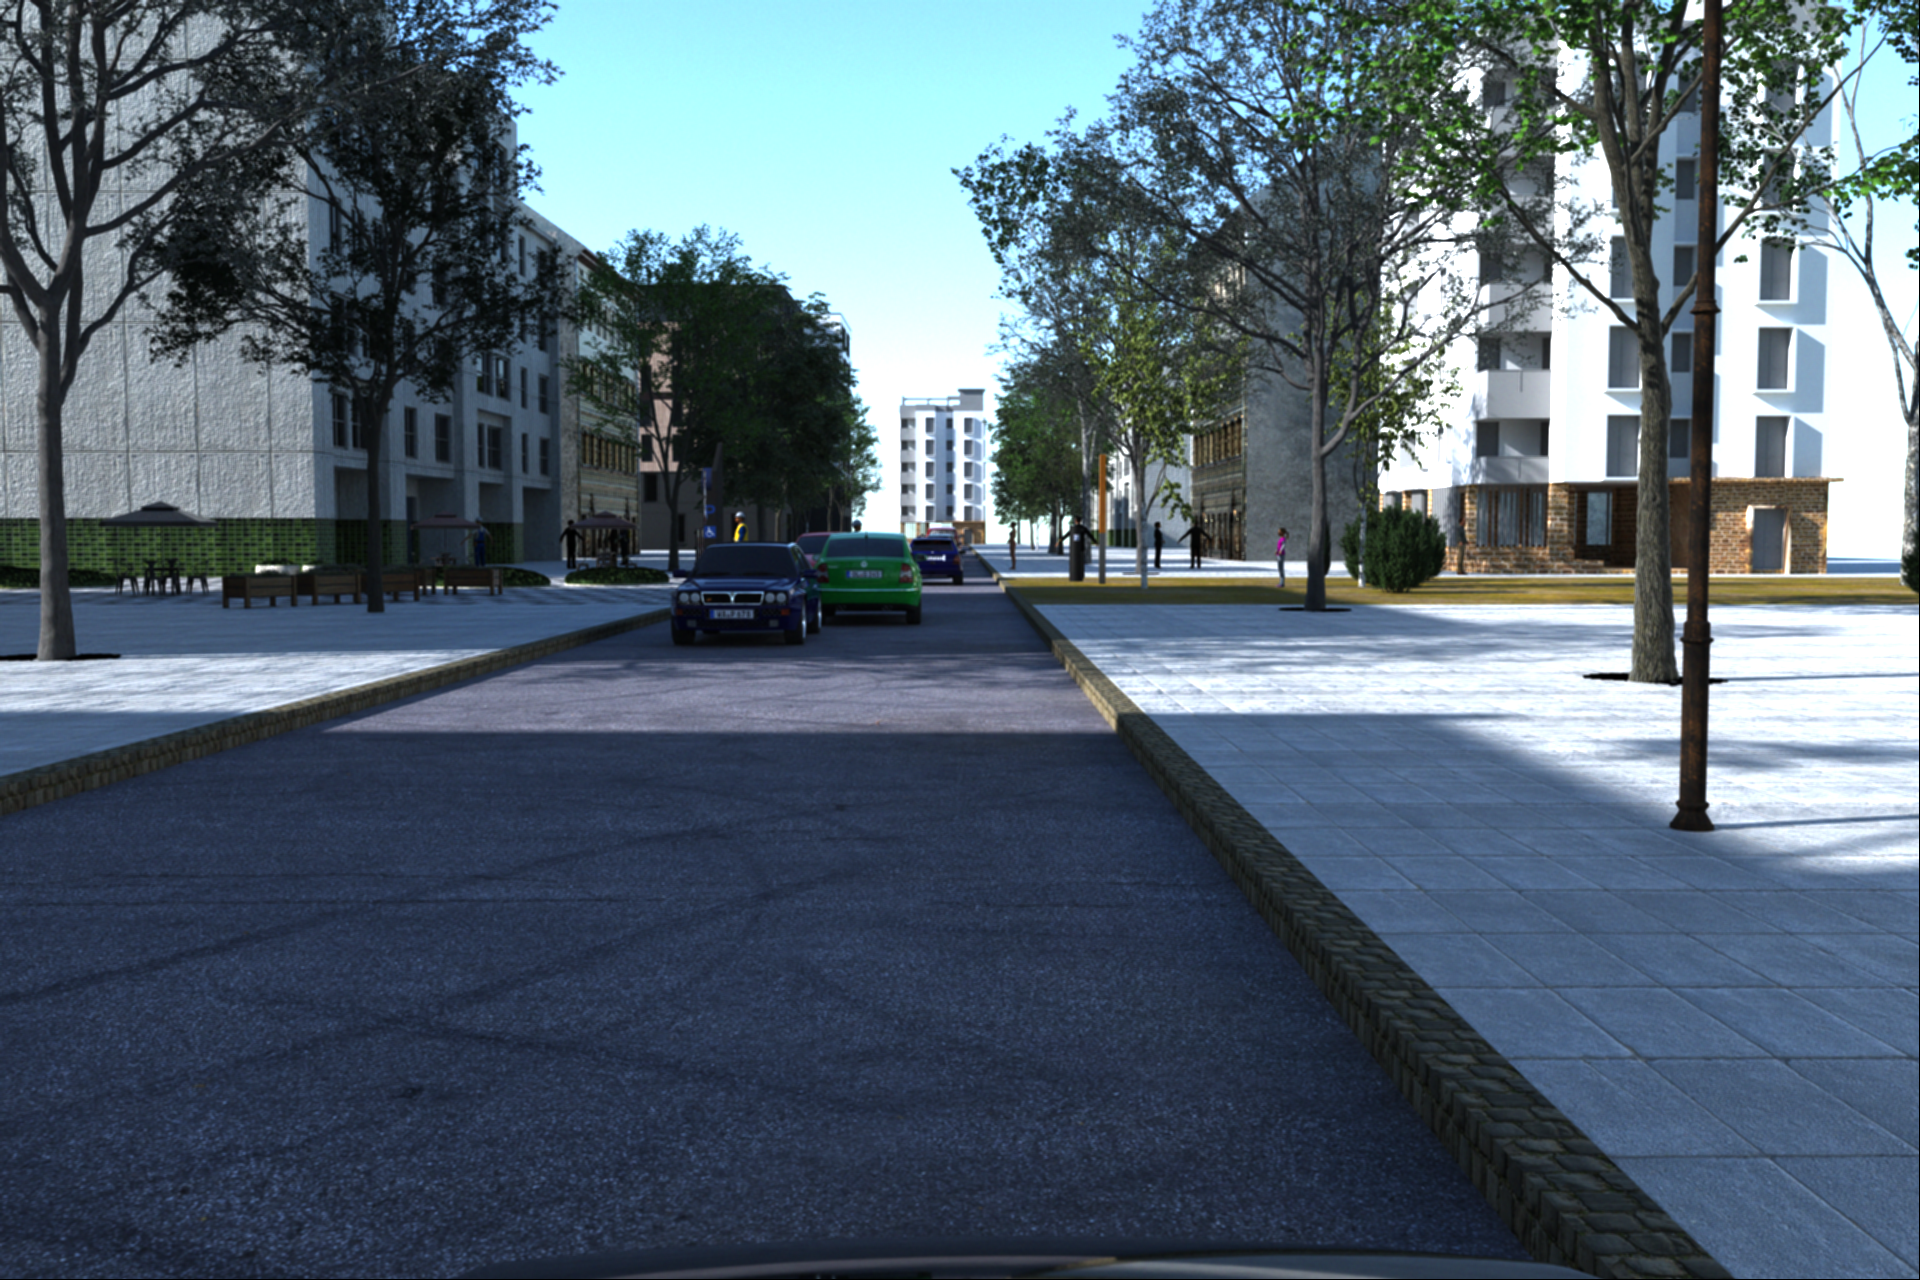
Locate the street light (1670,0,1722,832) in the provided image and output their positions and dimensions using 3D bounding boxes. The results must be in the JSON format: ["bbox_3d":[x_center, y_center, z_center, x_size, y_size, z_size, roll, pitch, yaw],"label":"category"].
[{"bbox_3d":[3.190,-2.115,7.370,0.468,5.910,1.993,0,4,0],"label":"street light"}]

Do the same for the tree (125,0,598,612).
[{"bbox_3d":[-9.727,-5.714,27.830,8.767,10.594,7.601,1,4,17],"label":"tree"}]

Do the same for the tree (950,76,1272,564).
[{"bbox_3d":[6.325,-13.229,72.178,12.611,20.169,13.585,0,3,0],"label":"tree"}]

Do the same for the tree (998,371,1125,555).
[{"bbox_3d":[6.139,-10.946,104.720,9.928,11.665,9.643,0,3,0],"label":"tree"}]

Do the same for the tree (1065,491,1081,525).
[{"bbox_3d":[17.370,-18.921,227.487,7.486,12.596,7.792,0,3,0],"label":"tree"}]

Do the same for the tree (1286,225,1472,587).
[{"bbox_3d":[9.999,-5.591,41.783,4.737,8.622,4.395,0,3,0],"label":"tree"}]

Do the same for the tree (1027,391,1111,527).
[{"bbox_3d":[5.848,-8.272,85.607,4.360,8.622,3.978,0,3,0],"label":"tree"}]

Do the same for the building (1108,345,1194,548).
[{"bbox_3d":[24.404,-18.613,170.785,16.747,18.905,31.486,0,3,0],"label":"building"}]

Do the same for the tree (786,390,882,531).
[{"bbox_3d":[-9.217,-12.104,123.652,9.928,11.665,9.643,0,3,0],"label":"tree"}]

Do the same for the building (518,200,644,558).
[{"bbox_3d":[-29.489,-16.463,100.091,19.493,23.208,18.063,0,4,-1],"label":"building"}]

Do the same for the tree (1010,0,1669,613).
[{"bbox_3d":[6.072,-7.223,28.462,12.009,13.543,11.850,0,3,0],"label":"tree"}]

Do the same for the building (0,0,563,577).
[{"bbox_3d":[-27.446,-12.243,66.636,16.747,18.905,31.486,0,4,0],"label":"building"}]

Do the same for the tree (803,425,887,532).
[{"bbox_3d":[-9.522,-12.374,136.727,8.767,10.594,7.601,1,4,16],"label":"tree"}]

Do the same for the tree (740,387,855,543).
[{"bbox_3d":[-10.103,-11.010,105.776,9.928,11.665,9.643,0,3,0],"label":"tree"}]

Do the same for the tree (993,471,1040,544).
[{"bbox_3d":[8.102,-18.834,226.057,7.486,12.596,7.792,0,3,0],"label":"tree"}]

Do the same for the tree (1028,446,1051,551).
[{"bbox_3d":[6.005,-11.006,130.305,4.737,8.622,4.395,0,3,0],"label":"tree"}]

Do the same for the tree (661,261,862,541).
[{"bbox_3d":[-9.207,-10.597,79.915,9.857,13.997,8.962,0,3,0],"label":"tree"}]

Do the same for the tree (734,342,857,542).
[{"bbox_3d":[-9.559,-10.188,92.330,9.928,11.665,9.643,0,3,0],"label":"tree"}]

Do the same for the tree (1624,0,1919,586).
[{"bbox_3d":[23.595,-11.511,44.098,12.611,20.169,13.585,0,3,0],"label":"tree"}]

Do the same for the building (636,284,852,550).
[{"bbox_3d":[-24.929,-19.215,158.132,27.936,21.610,32.646,0,4,0],"label":"building"}]

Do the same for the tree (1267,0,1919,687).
[{"bbox_3d":[5.945,-5.450,14.868,9.928,11.665,9.643,0,3,0],"label":"tree"}]

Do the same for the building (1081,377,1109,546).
[{"bbox_3d":[23.610,-20.538,202.256,16.747,18.905,31.486,0,3,0],"label":"building"}]

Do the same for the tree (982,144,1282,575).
[{"bbox_3d":[5.658,-8.825,54.661,12.009,13.543,11.850,0,3,0],"label":"tree"}]

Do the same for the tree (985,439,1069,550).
[{"bbox_3d":[5.478,-12.452,138.001,7.601,10.594,8.767,1,4,12],"label":"tree"}]

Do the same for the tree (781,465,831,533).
[{"bbox_3d":[-10.021,-10.002,113.902,4.360,8.622,3.978,0,3,0],"label":"tree"}]

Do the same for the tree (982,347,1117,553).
[{"bbox_3d":[6.213,-12.751,115.126,9.857,13.997,8.962,0,3,0],"label":"tree"}]

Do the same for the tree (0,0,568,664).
[{"bbox_3d":[-9.301,-6.551,17.478,12.009,13.543,11.850,0,3,0],"label":"tree"}]

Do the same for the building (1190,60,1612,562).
[{"bbox_3d":[22.471,-15.799,89.243,19.493,23.208,18.063,0,3,0],"label":"building"}]

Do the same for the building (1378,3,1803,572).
[{"bbox_3d":[21.971,-12.944,68.055,16.016,20.090,11.380,0,3,0],"label":"building"}]

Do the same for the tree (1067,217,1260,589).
[{"bbox_3d":[4.524,-5.496,40.215,4.737,8.622,4.395,0,3,0],"label":"tree"}]

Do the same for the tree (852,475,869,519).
[{"bbox_3d":[-15.370,-17.908,227.200,7.601,10.594,8.767,1,4,9],"label":"tree"}]

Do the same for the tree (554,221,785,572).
[{"bbox_3d":[-9.747,-8.120,58.512,9.928,11.665,9.643,0,3,0],"label":"tree"}]
